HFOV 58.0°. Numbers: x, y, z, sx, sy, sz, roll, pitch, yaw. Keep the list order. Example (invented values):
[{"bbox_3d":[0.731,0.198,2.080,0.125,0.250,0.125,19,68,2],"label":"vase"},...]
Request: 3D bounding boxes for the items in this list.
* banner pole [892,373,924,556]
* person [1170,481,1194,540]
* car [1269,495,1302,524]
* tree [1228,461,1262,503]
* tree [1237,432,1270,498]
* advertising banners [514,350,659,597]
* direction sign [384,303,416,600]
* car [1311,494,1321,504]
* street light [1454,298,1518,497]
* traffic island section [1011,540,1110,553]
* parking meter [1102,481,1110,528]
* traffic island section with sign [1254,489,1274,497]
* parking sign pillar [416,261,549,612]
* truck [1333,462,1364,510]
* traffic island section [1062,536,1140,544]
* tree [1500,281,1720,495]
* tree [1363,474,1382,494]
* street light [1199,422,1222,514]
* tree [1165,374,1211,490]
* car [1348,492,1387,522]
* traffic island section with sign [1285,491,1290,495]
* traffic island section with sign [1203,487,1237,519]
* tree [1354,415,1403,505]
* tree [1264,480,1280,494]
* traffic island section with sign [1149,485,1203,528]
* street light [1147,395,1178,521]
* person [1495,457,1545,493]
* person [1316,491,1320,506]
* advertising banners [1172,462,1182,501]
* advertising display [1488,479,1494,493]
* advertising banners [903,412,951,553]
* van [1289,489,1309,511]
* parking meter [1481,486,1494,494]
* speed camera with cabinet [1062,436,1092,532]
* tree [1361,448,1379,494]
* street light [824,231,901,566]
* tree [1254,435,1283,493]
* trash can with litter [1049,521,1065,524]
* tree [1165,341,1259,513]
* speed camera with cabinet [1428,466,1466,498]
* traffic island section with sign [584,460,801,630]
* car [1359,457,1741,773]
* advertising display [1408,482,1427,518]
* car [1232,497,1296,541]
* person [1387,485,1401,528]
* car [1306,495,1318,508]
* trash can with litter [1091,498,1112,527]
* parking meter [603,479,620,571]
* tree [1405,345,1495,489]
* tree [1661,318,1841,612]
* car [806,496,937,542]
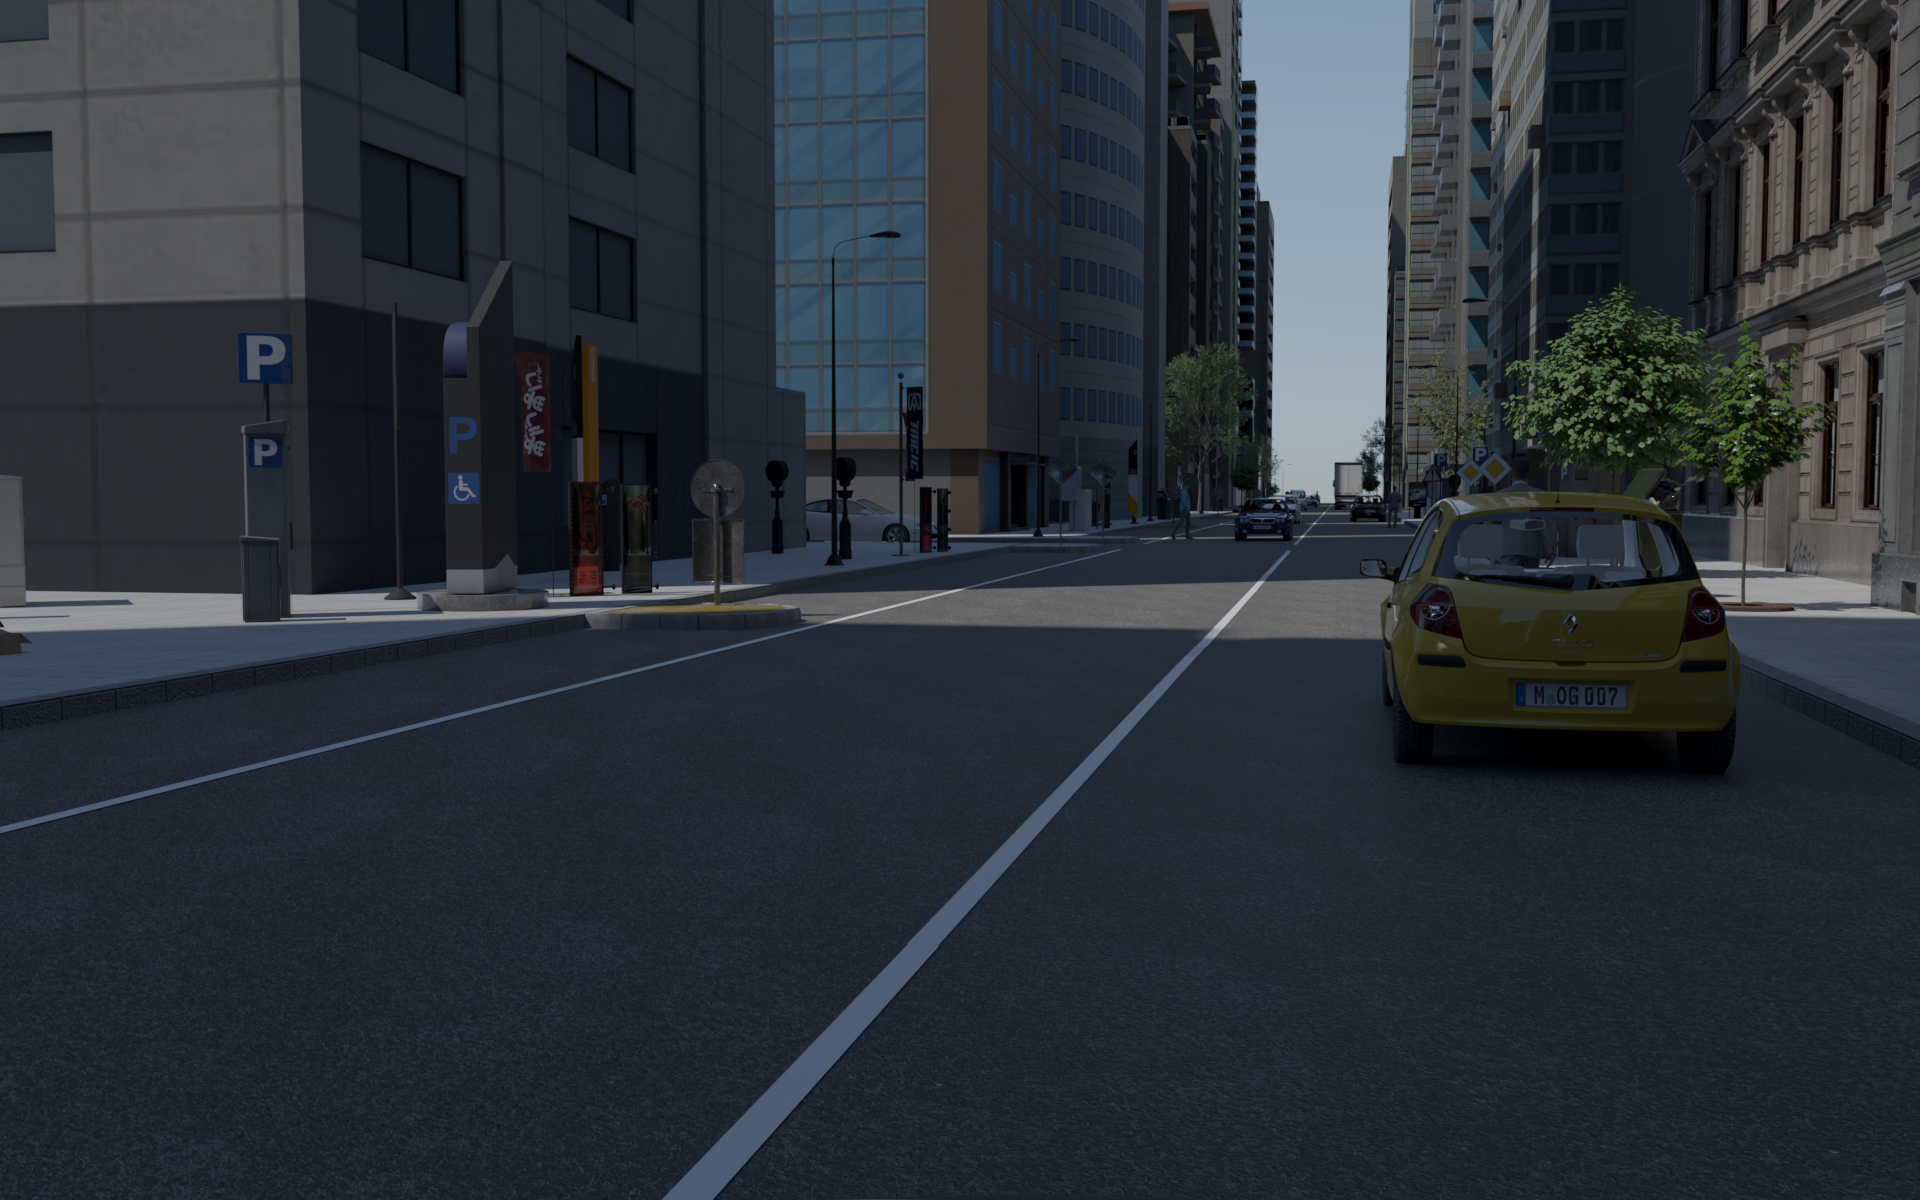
[{"bbox_3d":[-1.047,-2.790,35.641,0.863,3.779,0.401,3,5,42],"label":"banner pole"},{"bbox_3d":[7.028,-2.826,54.561,0.748,1.841,0.638,1,4,21],"label":"person"},{"bbox_3d":[15.663,-4.427,84.388,2.014,1.417,4.499,1,4,14],"label":"car"},{"bbox_3d":[27.935,-11.371,169.636,4.285,4.588,4.351,0,3,0],"label":"tree"},{"bbox_3d":[33.555,-15.212,199.078,4.737,8.622,4.395,0,3,0],"label":"tree"},{"bbox_3d":[-4.682,-1.564,21.765,2.074,3.025,0.090,-3,5,-45],"label":"advertising banners"},{"bbox_3d":[-6.820,-1.774,21.001,0.379,3.537,0.876,-1,4,-20],"label":"direction sign"},{"bbox_3d":[53.967,-15.383,263.506,2.014,1.417,4.499,1,4,12],"label":"car"},{"bbox_3d":[12.568,-4.188,41.007,1.470,5.913,1.316,1,4,12],"label":"street light"},{"bbox_3d":[2.510,-1.303,43.592,2.009,0.180,2.903,1,4,12],"label":"traffic island section"},{"bbox_3d":[5.473,-3.617,64.845,0.255,1.863,0.399,0,4,-5],"label":"parking meter"},{"bbox_3d":[25.534,-8.525,148.015,1.989,1.847,2.006,1,4,12],"label":"traffic island section with sign"},{"bbox_3d":[-5.388,-1.896,19.465,1.447,3.967,1.447,0,4,2],"label":"parking sign pillar"},{"bbox_3d":[35.209,-10.283,157.042,2.839,4.237,11.283,1,4,12],"label":"truck"},{"bbox_3d":[4.229,-1.780,51.390,2.009,0.180,2.903,1,4,12],"label":"traffic island section"},{"bbox_3d":[10.229,-2.630,26.717,4.285,4.588,4.351,0,3,0],"label":"tree"},{"bbox_3d":[61.063,-16.745,257.500,4.285,4.588,4.351,0,3,0],"label":"tree"},{"bbox_3d":[16.134,-8.502,111.548,1.470,5.913,1.316,1,4,12],"label":"street light"},{"bbox_3d":[13.427,-9.482,105.385,4.360,8.622,3.978,0,3,0],"label":"tree"},{"bbox_3d":[21.244,-4.919,90.207,2.009,1.686,4.222,1,4,10],"label":"car"},{"bbox_3d":[49.286,-15.119,255.826,1.989,1.847,2.006,1,4,12],"label":"traffic island section with sign"},{"bbox_3d":[14.970,-5.594,100.085,1.989,1.847,2.006,1,4,12],"label":"traffic island section with sign"},{"bbox_3d":[50.025,-16.539,204.825,7.601,10.594,8.767,-1,4,-16],"label":"tree"},{"bbox_3d":[41.494,-14.520,232.006,1.663,3.219,1.824,0,3,0],"label":"tree"},{"bbox_3d":[9.093,-3.962,73.413,1.989,1.847,2.006,1,4,12],"label":"traffic island section with sign"},{"bbox_3d":[9.529,-6.669,81.577,1.470,5.913,1.316,1,4,12],"label":"street light"},{"bbox_3d":[5.401,-0.488,16.753,0.678,1.792,0.850,1,4,16],"label":"person"},{"bbox_3d":[43.295,-12.317,209.867,0.705,1.826,1.348,0,4,-5],"label":"person"},{"bbox_3d":[11.288,-5.904,92.725,0.090,3.025,2.074,3,5,42],"label":"advertising banners"},{"bbox_3d":[20.783,-3.822,67.703,0.123,1.923,0.974,0,4,5],"label":"advertising display"},{"bbox_3d":[-0.732,-2.545,37.804,0.090,3.025,2.074,2,4,29],"label":"advertising banners"},{"bbox_3d":[29.552,-8.846,151.635,2.013,2.044,4.112,1,4,11],"label":"van"},{"bbox_3d":[16.033,-2.710,52.715,0.372,1.533,0.369,0,3,0],"label":"parking meter"},{"bbox_3d":[3.989,-3.982,59.445,0.660,3.252,2.038,1,4,19],"label":"speed camera with cabinet"},{"bbox_3d":[63.996,-19.657,271.748,4.737,8.622,4.395,0,3,0],"label":"tree"},{"bbox_3d":[-1.728,-3.564,30.818,1.470,5.913,1.316,1,4,12],"label":"street light"},{"bbox_3d":[37.501,-15.993,211.842,4.360,8.622,3.978,0,3,0],"label":"tree"},{"bbox_3d":[3.853,-3.884,74.556,2.233,1.210,1.678,2,4,31],"label":"trash can with litter"},{"bbox_3d":[16.503,-11.767,118.149,9.928,11.665,9.643,0,3,0],"label":"tree"},{"bbox_3d":[25.566,-5.908,90.933,0.660,3.252,2.038,-2,4,-34],"label":"speed camera with cabinet"},{"bbox_3d":[-2.856,-0.649,19.238,1.989,1.847,2.006,1,4,12],"label":"traffic island section with sign"},{"bbox_3d":[3.440,-0.013,10.441,2.015,1.641,3.980,1,4,12],"label":"car"},{"bbox_3d":[24.171,-5.277,91.496,0.974,1.923,0.123,2,4,33],"label":"advertising display"},{"bbox_3d":[9.551,-2.552,54.311,1.945,1.354,3.894,1,4,12],"label":"car"},{"bbox_3d":[18.495,-3.990,73.937,0.606,1.804,0.583,0,4,-8],"label":"person"},{"bbox_3d":[36.770,-10.400,182.612,1.945,1.354,3.894,1,4,12],"label":"car"},{"bbox_3d":[5.424,-3.468,68.086,1.055,1.170,0.624,-1,4,-19],"label":"trash can with litter"},{"bbox_3d":[-5.854,-1.249,28.837,0.372,1.533,0.369,0,3,0],"label":"parking meter"},{"bbox_3d":[24.475,-8.328,86.524,4.737,8.622,4.395,0,3,0],"label":"tree"},{"bbox_3d":[8.631,-1.511,19.307,1.663,3.219,1.824,0,3,0],"label":"tree"},{"bbox_3d":[-2.950,-2.155,47.600,4.827,1.381,2.083,1,4,12],"label":"car"}]
